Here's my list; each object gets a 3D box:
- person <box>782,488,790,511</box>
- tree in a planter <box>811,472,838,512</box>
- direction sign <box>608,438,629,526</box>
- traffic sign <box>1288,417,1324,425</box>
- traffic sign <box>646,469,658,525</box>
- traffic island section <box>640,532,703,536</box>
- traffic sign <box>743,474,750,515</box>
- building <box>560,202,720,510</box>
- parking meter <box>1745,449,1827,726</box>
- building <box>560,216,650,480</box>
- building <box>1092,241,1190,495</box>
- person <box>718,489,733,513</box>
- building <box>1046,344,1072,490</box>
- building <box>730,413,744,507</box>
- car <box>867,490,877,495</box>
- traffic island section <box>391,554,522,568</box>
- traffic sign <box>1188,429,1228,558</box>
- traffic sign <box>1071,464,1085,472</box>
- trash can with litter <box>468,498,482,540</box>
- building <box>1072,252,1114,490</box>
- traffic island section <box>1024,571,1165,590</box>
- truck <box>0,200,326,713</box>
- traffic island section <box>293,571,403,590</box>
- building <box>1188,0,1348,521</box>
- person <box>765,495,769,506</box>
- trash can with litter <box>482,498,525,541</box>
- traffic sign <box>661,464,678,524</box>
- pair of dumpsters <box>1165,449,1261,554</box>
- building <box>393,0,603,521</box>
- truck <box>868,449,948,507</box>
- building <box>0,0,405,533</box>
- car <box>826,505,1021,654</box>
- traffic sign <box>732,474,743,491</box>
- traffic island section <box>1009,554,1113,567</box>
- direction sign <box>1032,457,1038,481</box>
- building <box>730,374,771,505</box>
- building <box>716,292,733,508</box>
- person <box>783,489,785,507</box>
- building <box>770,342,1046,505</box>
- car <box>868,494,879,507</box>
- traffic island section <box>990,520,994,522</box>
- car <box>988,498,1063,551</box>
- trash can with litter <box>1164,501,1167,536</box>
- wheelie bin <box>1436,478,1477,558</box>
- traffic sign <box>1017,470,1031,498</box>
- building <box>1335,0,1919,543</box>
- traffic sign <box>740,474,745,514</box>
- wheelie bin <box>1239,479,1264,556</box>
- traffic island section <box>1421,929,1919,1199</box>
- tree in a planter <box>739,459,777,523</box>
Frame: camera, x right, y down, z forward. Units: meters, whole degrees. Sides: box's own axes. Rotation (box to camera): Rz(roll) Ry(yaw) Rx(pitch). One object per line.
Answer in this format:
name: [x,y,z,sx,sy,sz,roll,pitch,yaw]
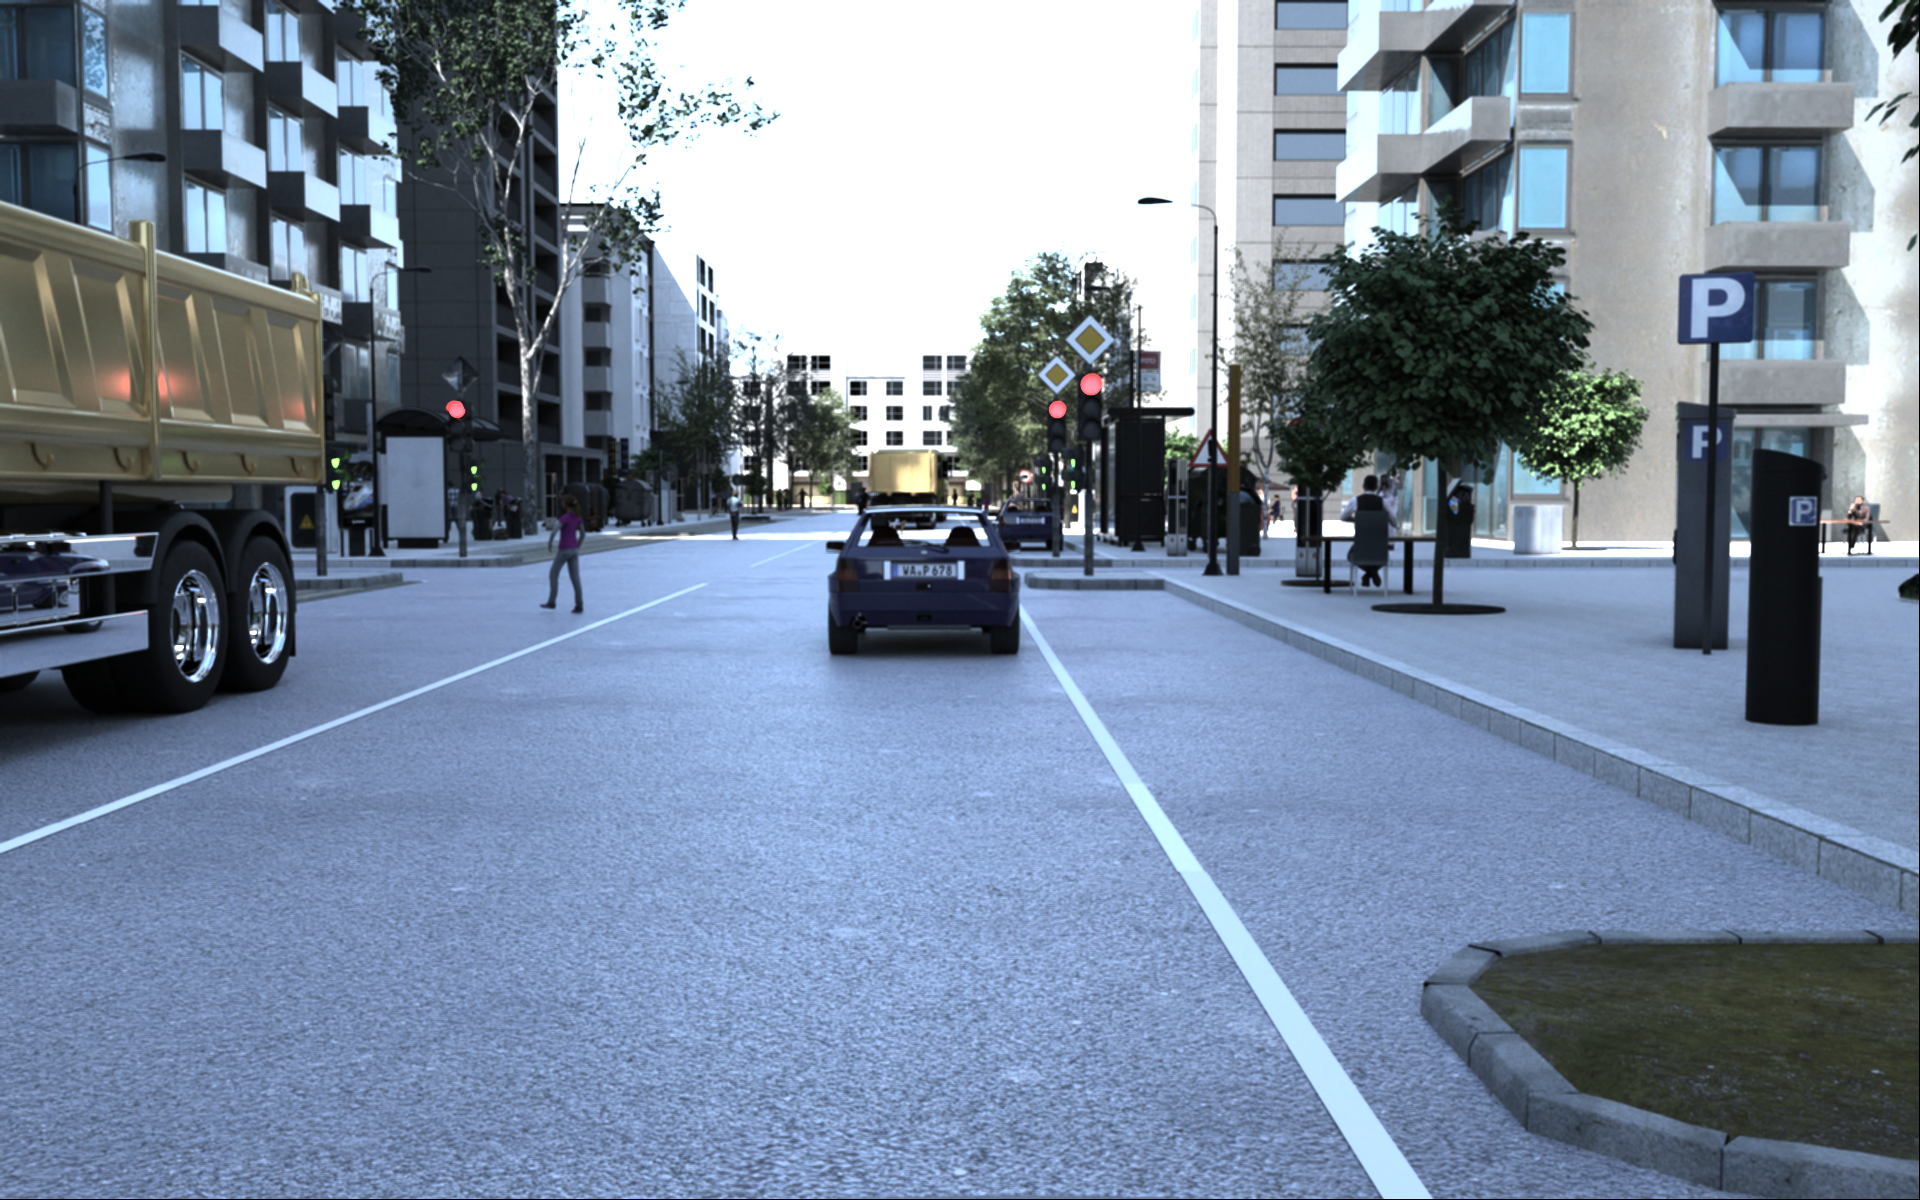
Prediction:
person: [-13.609,-7.850,135.107,0.721,1.735,1.217,2,4,34]
tree in a planter: [-10.741,-8.581,137.520,1.991,3.239,1.994,0,4,-1]
direction sign: [-13.825,-4.779,70.131,0.876,3.537,0.379,-2,4,-31]
traffic sign: [5.579,-1.700,27.902,0.768,2.556,0.104,0,4,7]
traffic sign: [-12.772,-4.277,72.051,0.606,2.300,0.079,0,4,4]
traffic island section: [-10.020,-2.296,60.407,1.991,0.108,1.994,0,4,-1]
traffic sign: [-13.267,-6.631,108.529,0.768,2.556,0.104,0,4,8]
building: [-35.227,-17.973,137.826,27.936,21.610,32.646,0,4,-1]
parking meter: [4.637,-0.081,9.731,0.372,1.533,0.369,0,3,0]
building: [-29.086,-15.874,115.956,16.016,20.091,11.380,0,4,-1]
building: [19.563,-16.111,129.874,16.747,18.905,31.486,0,4,-1]
person: [-16.118,-6.978,120.126,1.348,1.826,0.705,-1,4,-10]
building: [26.075,-21.053,210.668,31.486,18.905,16.747,0,4,-1]
building: [-36.091,-14.155,173.586,28.070,9.664,9.099,0,4,-1]
car: [-8.805,-9.961,171.527,2.281,1.827,5.304,0,4,-1]
traffic island section: [-10.120,-0.791,35.210,2.009,0.180,2.903,0,4,-1]
traffic sign: [4.981,-2.113,34.547,0.884,2.594,0.081,0,4,7]
traffic sign: [4.763,-4.354,71.302,0.768,2.556,0.104,0,3,0]
trash can with litter: [-14.456,-2.495,52.186,0.624,1.170,1.055,-3,4,-38]
building: [24.283,-19.488,162.603,27.936,21.610,32.646,0,4,-1]
traffic island section: [2.055,-0.309,27.331,2.009,0.180,2.903,0,4,-1]
truck: [-6.245,-0.798,8.974,3.469,3.379,9.791,0,4,-1]
traffic island section: [-10.046,-0.302,27.225,2.009,0.180,2.903,0,4,-1]
building: [23.199,-33.755,93.895,21.231,58.520,28.212,0,4,-1]
person: [-20.394,-10.757,182.640,1.217,1.735,0.721,1,4,19]
trash can with litter: [-13.014,-2.343,49.691,1.055,1.170,0.624,2,4,24]
traffic sign: [-12.498,-4.546,74.439,0.768,2.556,0.104,0,4,5]
pair of dumpsters: [5.709,-2.248,39.248,1.574,2.255,4.437,0,4,-1]
building: [-30.019,-39.849,89.787,20.563,71.187,20.611,0,4,-1]
truck: [-2.283,-4.687,72.553,3.469,3.379,9.791,0,4,0]
building: [-32.220,-26.714,56.390,23.786,49.044,30.456,0,4,-1]
car: [-0.352,-0.261,16.853,1.945,1.354,3.894,0,4,-1]
traffic sign: [-13.989,-6.650,108.825,0.768,2.556,0.104,1,4,9]
traffic island section: [1.981,-0.797,35.316,2.009,0.180,2.903,0,4,-1]
direction sign: [4.604,-6.982,106.147,0.379,3.537,0.876,2,4,23]
building: [-38.459,-21.011,209.981,31.486,18.905,16.747,0,4,-1]
building: [-29.295,-18.561,159.900,16.016,20.091,11.380,0,4,-1]
person: [-17.187,-9.985,169.428,0.705,1.807,1.348,-2,4,-31]
building: [-6.099,-21.020,210.139,31.486,18.905,16.747,0,4,-1]
car: [-6.991,-8.199,143.837,2.009,1.686,4.222,0,4,0]
traffic island section: [1.493,-3.973,87.831,1.991,0.108,1.994,0,4,-1]
car: [1.726,-1.988,45.084,1.945,1.354,3.894,0,4,-1]
trash can with litter: [6.257,-2.583,53.618,0.624,1.170,1.055,0,4,-8]
wheelie bin: [9.962,-1.642,34.755,0.693,1.594,0.980,0,4,2]
traffic sign: [3.330,-5.491,89.888,0.768,2.556,0.104,1,4,8]
building: [27.203,-26.571,54.041,30.456,49.044,23.786,0,4,-1]
traffic sign: [-13.674,-6.671,109.067,0.884,2.594,0.081,0,4,4]
wheelie bin: [5.923,-1.707,35.819,0.693,1.594,0.980,1,4,10]
traffic island section: [2.263,1.131,4.380,1.991,0.108,1.994,0,4,-1]
tree in a planter: [-10.281,-5.507,87.254,1.991,3.239,1.994,0,4,-1]
